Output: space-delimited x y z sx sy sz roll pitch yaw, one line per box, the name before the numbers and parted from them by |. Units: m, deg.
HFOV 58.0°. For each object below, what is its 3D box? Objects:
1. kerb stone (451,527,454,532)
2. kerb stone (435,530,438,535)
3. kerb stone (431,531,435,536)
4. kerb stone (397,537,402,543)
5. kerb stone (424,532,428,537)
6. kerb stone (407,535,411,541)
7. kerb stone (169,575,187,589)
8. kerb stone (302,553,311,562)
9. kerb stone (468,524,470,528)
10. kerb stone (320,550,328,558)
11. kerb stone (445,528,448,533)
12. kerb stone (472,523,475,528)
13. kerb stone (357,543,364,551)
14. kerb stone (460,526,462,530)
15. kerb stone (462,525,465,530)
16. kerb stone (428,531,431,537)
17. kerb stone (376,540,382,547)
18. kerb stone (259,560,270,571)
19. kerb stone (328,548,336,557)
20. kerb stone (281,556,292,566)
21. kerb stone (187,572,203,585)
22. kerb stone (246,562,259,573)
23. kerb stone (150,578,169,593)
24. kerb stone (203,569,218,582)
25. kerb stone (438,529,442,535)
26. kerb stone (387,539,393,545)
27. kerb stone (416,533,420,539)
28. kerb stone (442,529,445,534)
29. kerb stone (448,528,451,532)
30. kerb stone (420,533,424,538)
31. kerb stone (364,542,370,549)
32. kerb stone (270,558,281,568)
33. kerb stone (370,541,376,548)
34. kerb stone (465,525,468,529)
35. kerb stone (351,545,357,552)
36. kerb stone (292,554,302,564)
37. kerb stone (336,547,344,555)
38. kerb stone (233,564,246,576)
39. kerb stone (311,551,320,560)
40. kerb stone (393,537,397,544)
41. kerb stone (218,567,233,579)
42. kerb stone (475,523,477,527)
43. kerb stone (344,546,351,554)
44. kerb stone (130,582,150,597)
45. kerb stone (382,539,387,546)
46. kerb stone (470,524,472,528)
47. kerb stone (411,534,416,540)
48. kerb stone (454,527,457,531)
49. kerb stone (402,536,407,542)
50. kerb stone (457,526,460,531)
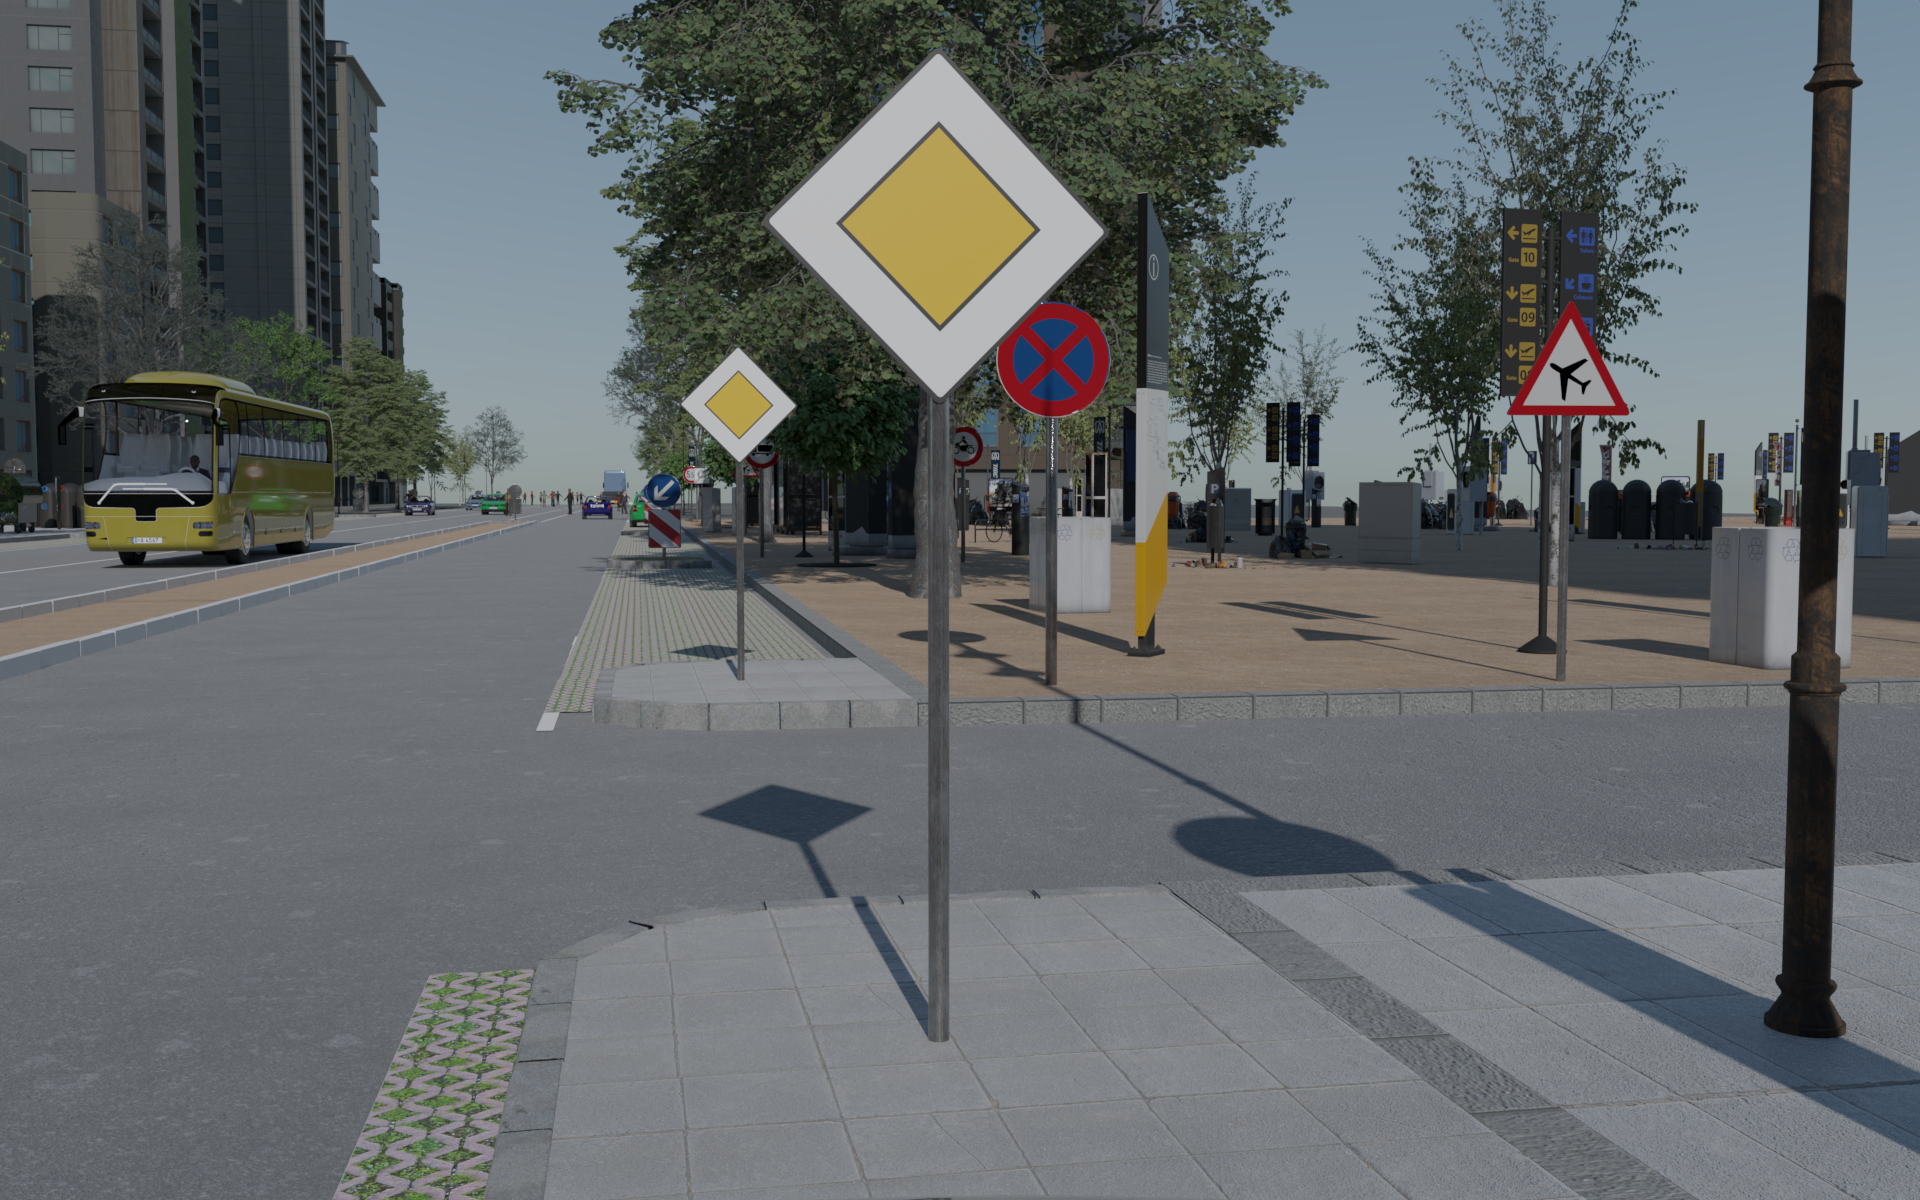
kerb stone | -19.098 -2.593 64.657 0.120 0.150 1.000 -1 4 -10
kerb stone | -18.170 -2.287 59.608 0.120 0.150 1.000 -1 4 -10
kerb stone | -17.972 -2.225 58.599 0.120 0.150 1.000 -1 4 -10
kerb stone | -16.473 -1.723 50.529 0.120 0.150 1.000 -1 4 -10
kerb stone | -17.599 -2.100 56.582 0.120 0.150 1.000 -1 4 -10
kerb stone | -16.857 -1.850 52.553 0.120 0.150 1.000 -1 4 -10
kerb stone | -11.982 -0.252 26.322 0.120 0.150 1.000 -1 4 -10
kerb stone | -13.857 -0.870 36.423 0.120 0.150 1.000 -1 4 -10
kerb stone | -20.230 -2.968 70.717 0.120 0.150 1.000 -1 4 -10
kerb stone | -14.230 -0.993 38.432 0.120 0.150 1.000 -1 4 -10
kerb stone | -18.720 -2.473 62.637 0.120 0.150 1.000 -1 4 -10
kerb stone | -20.590 -3.089 72.735 0.120 0.150 1.000 -1 4 -10
kerb stone | -15.159 -1.298 43.478 0.120 0.150 1.000 -1 4 -10
kerb stone | -19.656 -2.782 67.681 0.120 0.150 1.000 -1 4 -10
kerb stone | -19.847 -2.839 68.692 0.120 0.150 1.000 -1 4 -10
kerb stone | -17.787 -2.161 57.587 0.120 0.150 1.000 -1 4 -10
kerb stone | -15.725 -1.486 46.496 0.120 0.150 1.000 -1 4 -10
kerb stone | -13.105 -0.621 32.370 0.120 0.150 1.000 -1 4 -10
kerb stone | -14.420 -1.055 39.445 0.120 0.150 1.000 -1 4 -10
kerb stone | -13.487 -0.744 34.398 0.120 0.150 1.000 -1 4 -10
kerb stone | -12.170 -0.314 27.326 0.120 0.150 1.000 -1 4 -10
kerb stone | -12.920 -0.560 31.359 0.120 0.150 1.000 -1 4 -10
kerb stone | -11.800 -0.185 25.315 0.120 0.150 1.000 -1 4 -10
kerb stone | -12.368 -0.376 28.337 0.120 0.150 1.000 -1 4 -10
kerb stone | -18.346 -2.350 60.615 0.120 0.150 1.000 -1 4 -10
kerb stone | -16.101 -1.610 48.517 0.120 0.150 1.000 -1 4 -10
kerb stone | -17.215 -1.980 54.568 0.120 0.150 1.000 -1 4 -10
kerb stone | -18.540 -2.406 61.619 0.120 0.150 1.000 -1 4 -10
kerb stone | -18.914 -2.535 63.640 0.120 0.150 1.000 -1 4 -10
kerb stone | -17.416 -2.042 55.576 0.120 0.150 1.000 -1 4 -10
kerb stone | -15.353 -1.361 44.482 0.120 0.150 1.000 -1 4 -10
kerb stone | -13.302 -0.684 33.387 0.120 0.150 1.000 -1 4 -10
kerb stone | -15.544 -1.423 45.486 0.120 0.150 1.000 -1 4 -10
kerb stone | -20.030 -2.906 69.702 0.120 0.150 1.000 -1 4 -10
kerb stone | -14.985 -1.240 42.471 0.120 0.150 1.000 -1 4 -10
kerb stone | -13.670 -0.807 35.407 0.120 0.150 1.000 -1 4 -10
kerb stone | -14.594 -1.117 40.452 0.120 0.150 1.000 -1 4 -10
kerb stone | -12.735 -0.499 30.354 0.120 0.150 1.000 -1 4 -10
kerb stone | -14.039 -0.932 37.428 0.120 0.150 1.000 -1 4 -10
kerb stone | -16.290 -1.667 49.523 0.120 0.150 1.000 -1 4 -10
kerb stone | -12.546 -0.437 29.343 0.120 0.150 1.000 -1 4 -10
kerb stone | -20.781 -3.153 73.745 0.120 0.150 1.000 -1 4 -10
kerb stone | -14.795 -1.174 41.461 0.120 0.150 1.000 -1 4 -10
kerb stone | -11.613 -0.129 24.309 0.120 0.150 1.000 -1 4 -10
kerb stone | -15.919 -1.548 47.512 0.120 0.150 1.000 -1 4 -10
kerb stone | -20.412 -3.029 71.725 0.120 0.150 1.000 -1 4 -10
kerb stone | -17.035 -1.918 53.559 0.120 0.150 1.000 -1 4 -10
kerb stone | -19.288 -2.658 65.667 0.120 0.150 1.000 -1 4 -10
kerb stone | -16.666 -1.793 51.532 0.120 0.150 1.000 -1 4 -10
kerb stone | -19.472 -2.720 66.672 0.120 0.150 1.000 -1 4 -10
